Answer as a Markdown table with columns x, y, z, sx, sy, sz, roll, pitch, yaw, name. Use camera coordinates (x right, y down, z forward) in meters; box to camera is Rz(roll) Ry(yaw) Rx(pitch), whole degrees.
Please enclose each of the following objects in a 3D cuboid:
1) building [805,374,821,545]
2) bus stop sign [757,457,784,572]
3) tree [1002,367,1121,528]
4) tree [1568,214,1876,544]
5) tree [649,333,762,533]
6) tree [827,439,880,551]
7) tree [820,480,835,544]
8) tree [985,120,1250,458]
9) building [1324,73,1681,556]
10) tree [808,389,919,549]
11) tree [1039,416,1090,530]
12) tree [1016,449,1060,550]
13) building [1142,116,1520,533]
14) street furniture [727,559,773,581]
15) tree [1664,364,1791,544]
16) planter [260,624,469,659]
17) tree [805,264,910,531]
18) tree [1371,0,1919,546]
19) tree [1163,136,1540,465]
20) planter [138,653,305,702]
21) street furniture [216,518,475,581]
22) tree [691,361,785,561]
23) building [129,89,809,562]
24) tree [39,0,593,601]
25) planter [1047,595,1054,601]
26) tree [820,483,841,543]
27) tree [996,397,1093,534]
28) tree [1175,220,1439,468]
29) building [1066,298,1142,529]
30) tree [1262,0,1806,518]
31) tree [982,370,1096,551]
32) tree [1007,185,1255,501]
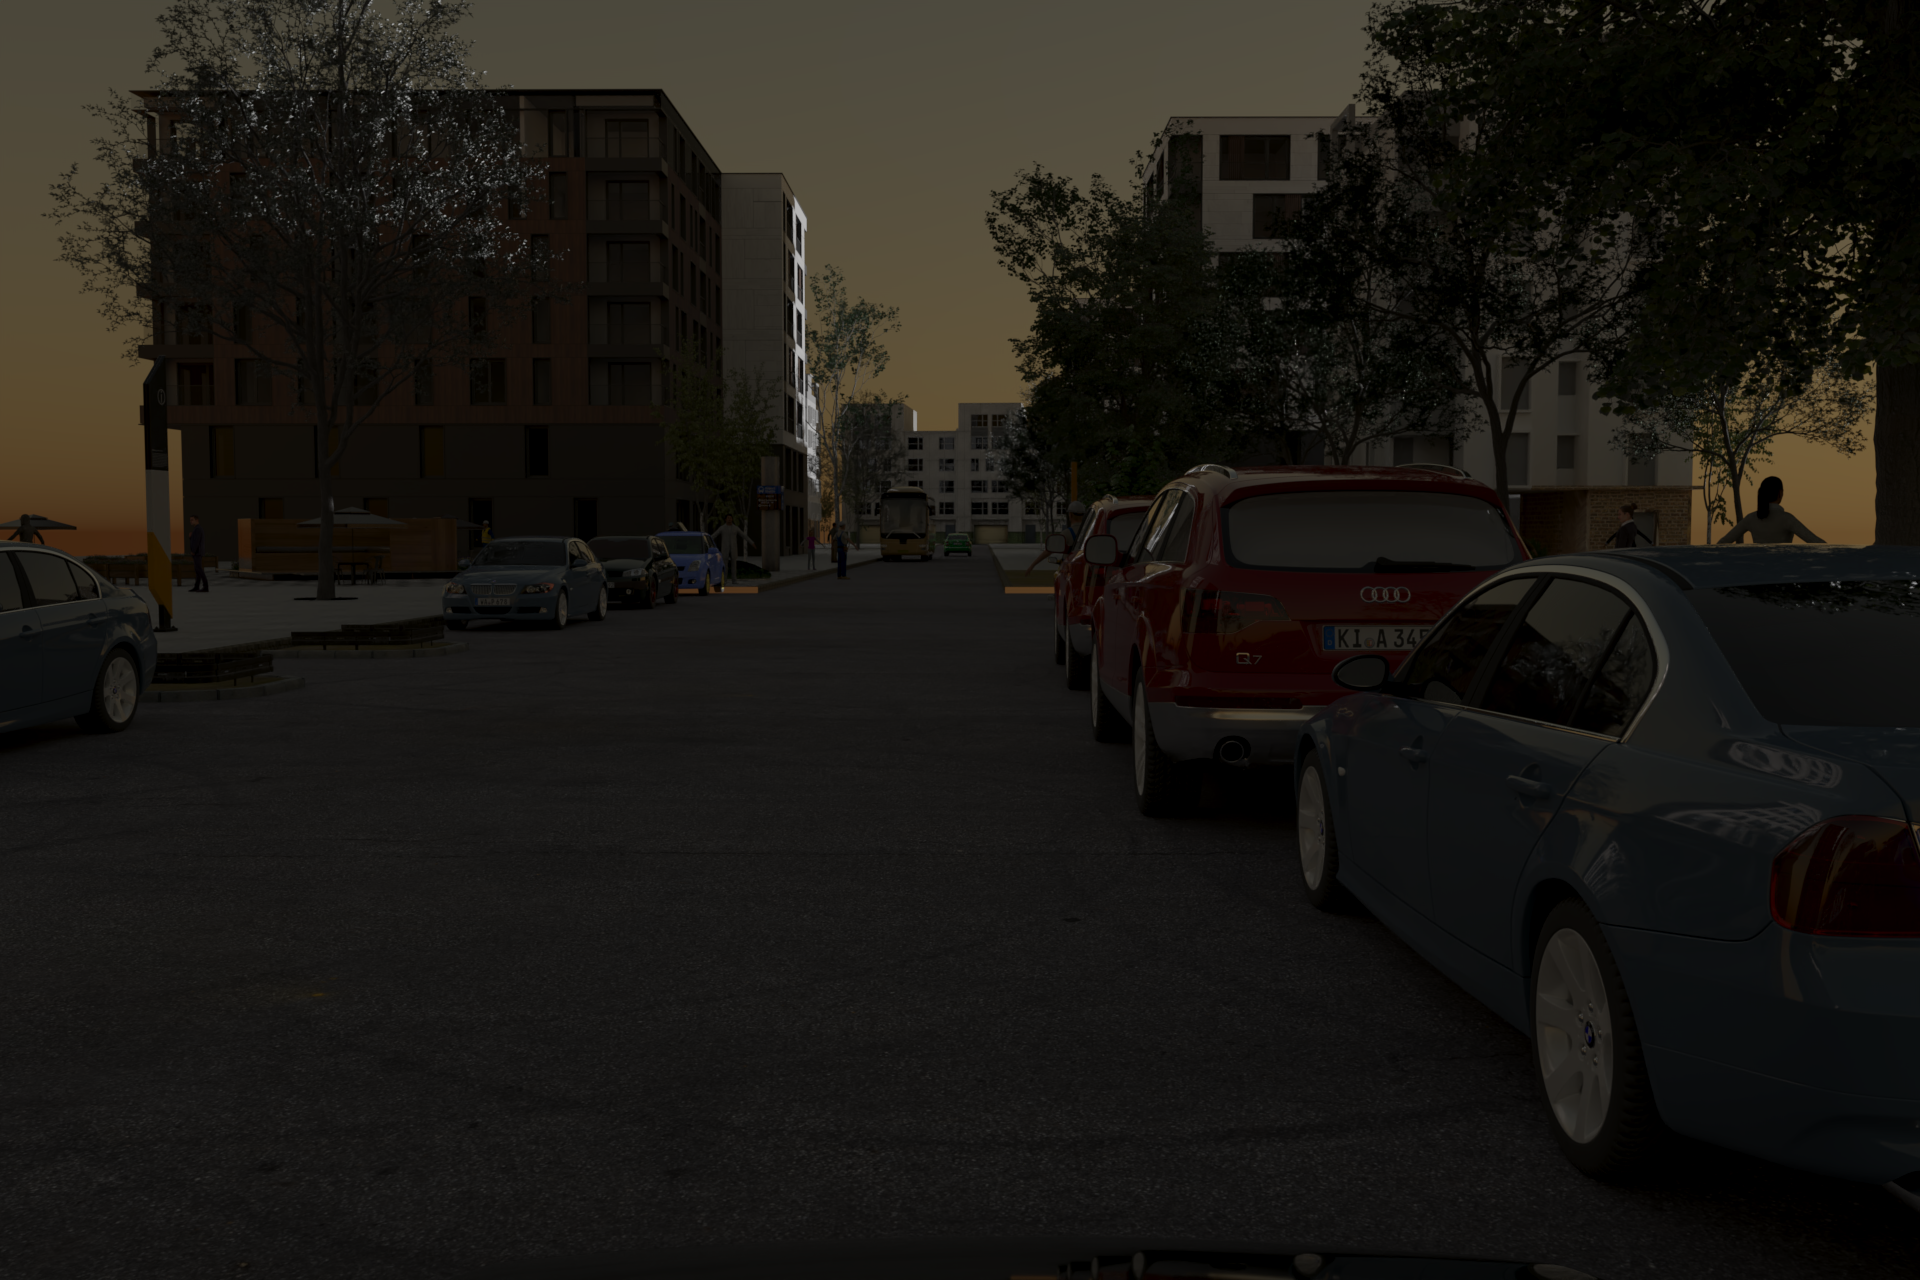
| x | y | z | sx | sy | sz | roll | pitch | yaw | name |
| --- | --- | --- | --- | --- | --- | --- | --- | --- | --- |
| -22.620 | -21.336 | 205.266 | 16.016 | 20.090 | 11.380 | 0 | 4 | 0 | building |
| -6.466 | -4.285 | 59.083 | 0.837 | 3.901 | 0.837 | 0 | 4 | 0 | bus stop sign |
| 5.825 | -9.916 | 96.540 | 7.601 | 10.594 | 8.767 | 0 | 4 | 3 | tree |
| 21.547 | -6.939 | 47.871 | 8.767 | 10.594 | 7.601 | -1 | 4 | -15 | tree |
| -9.370 | -6.905 | 63.258 | 4.737 | 8.622 | 4.395 | 0 | 3 | 0 | tree |
| -8.756 | -11.287 | 134.899 | 4.360 | 8.622 | 3.978 | 0 | 3 | 0 | tree |
| -18.672 | -17.396 | 234.790 | 4.737 | 8.622 | 4.395 | 0 | 3 | 0 | tree |
| 7.906 | -13.634 | 78.801 | 12.611 | 20.169 | 13.585 | 0 | 3 | 0 | tree |
| 21.763 | -13.528 | 77.600 | 16.016 | 20.090 | 11.380 | 0 | 4 | 1 | building |
| -8.439 | -14.357 | 145.105 | 12.009 | 13.543 | 11.850 | 0 | 3 | 0 | tree |
| 7.240 | -9.546 | 106.437 | 4.360 | 8.622 | 3.978 | 0 | 3 | 0 | tree |
| 6.911 | -11.777 | 142.922 | 4.360 | 8.622 | 3.978 | 0 | 3 | 0 | tree |
| 24.326 | -15.742 | 101.356 | 27.936 | 21.610 | 32.646 | 0 | 4 | 0 | building |
| -8.449 | -2.250 | 52.411 | 5.734 | 0.657 | 10.072 | 0 | 4 | -5 | street furniture |
| 25.038 | -6.529 | 57.115 | 4.737 | 8.622 | 4.395 | 0 | 3 | 0 | tree |
| -7.065 | 0.014 | 20.916 | 1.991 | 0.319 | 1.994 | 0 | 4 | 1 | planter |
| -9.818 | -16.421 | 124.371 | 12.611 | 20.169 | 13.585 | 0 | 3 | 0 | tree |
| 8.297 | -6.615 | 14.813 | 9.857 | 13.997 | 8.962 | 0 | 3 | 0 | tree |
| 9.026 | -6.528 | 41.142 | 8.767 | 10.594 | 7.601 | -1 | 4 | -12 | tree |
| -7.130 | 0.331 | 15.729 | 1.991 | 0.319 | 1.994 | 0 | 4 | 1 | planter |
| -17.279 | -2.783 | 52.357 | 9.812 | 1.723 | 11.010 | -2 | 4 | -33 | street furniture |
| -9.318 | -7.564 | 74.026 | 4.737 | 8.622 | 4.395 | 0 | 3 | 0 | tree |
| -24.000 | -15.431 | 96.265 | 27.936 | 21.610 | 32.646 | 0 | 4 | 1 | building |
| -12.177 | -7.518 | 33.284 | 12.009 | 13.543 | 11.850 | 0 | 3 | 0 | tree |
| 2.905 | -1.026 | 37.917 | 1.991 | 0.319 | 1.994 | 0 | 4 | 1 | planter |
| -18.374 | -17.741 | 240.432 | 4.737 | 8.622 | 4.395 | 0 | 3 | 0 | tree |
| 5.980 | -11.088 | 115.696 | 7.601 | 10.594 | 8.767 | 1 | 4 | 14 | tree |
| 10.028 | -7.110 | 50.656 | 8.767 | 10.594 | 7.601 | 2 | 4 | 23 | tree |
| 24.046 | -19.703 | 166.116 | 27.936 | 21.610 | 32.646 | 0 | 4 | 1 | building |
| 8.732 | -5.680 | 27.282 | 8.767 | 10.594 | 7.601 | 1 | 4 | 20 | tree |
| 6.532 | -13.462 | 130.480 | 12.009 | 13.543 | 11.850 | 0 | 3 | 0 | tree |
| 6.603 | -9.708 | 65.379 | 9.857 | 13.997 | 8.962 | 0 | 3 | 0 | tree |
